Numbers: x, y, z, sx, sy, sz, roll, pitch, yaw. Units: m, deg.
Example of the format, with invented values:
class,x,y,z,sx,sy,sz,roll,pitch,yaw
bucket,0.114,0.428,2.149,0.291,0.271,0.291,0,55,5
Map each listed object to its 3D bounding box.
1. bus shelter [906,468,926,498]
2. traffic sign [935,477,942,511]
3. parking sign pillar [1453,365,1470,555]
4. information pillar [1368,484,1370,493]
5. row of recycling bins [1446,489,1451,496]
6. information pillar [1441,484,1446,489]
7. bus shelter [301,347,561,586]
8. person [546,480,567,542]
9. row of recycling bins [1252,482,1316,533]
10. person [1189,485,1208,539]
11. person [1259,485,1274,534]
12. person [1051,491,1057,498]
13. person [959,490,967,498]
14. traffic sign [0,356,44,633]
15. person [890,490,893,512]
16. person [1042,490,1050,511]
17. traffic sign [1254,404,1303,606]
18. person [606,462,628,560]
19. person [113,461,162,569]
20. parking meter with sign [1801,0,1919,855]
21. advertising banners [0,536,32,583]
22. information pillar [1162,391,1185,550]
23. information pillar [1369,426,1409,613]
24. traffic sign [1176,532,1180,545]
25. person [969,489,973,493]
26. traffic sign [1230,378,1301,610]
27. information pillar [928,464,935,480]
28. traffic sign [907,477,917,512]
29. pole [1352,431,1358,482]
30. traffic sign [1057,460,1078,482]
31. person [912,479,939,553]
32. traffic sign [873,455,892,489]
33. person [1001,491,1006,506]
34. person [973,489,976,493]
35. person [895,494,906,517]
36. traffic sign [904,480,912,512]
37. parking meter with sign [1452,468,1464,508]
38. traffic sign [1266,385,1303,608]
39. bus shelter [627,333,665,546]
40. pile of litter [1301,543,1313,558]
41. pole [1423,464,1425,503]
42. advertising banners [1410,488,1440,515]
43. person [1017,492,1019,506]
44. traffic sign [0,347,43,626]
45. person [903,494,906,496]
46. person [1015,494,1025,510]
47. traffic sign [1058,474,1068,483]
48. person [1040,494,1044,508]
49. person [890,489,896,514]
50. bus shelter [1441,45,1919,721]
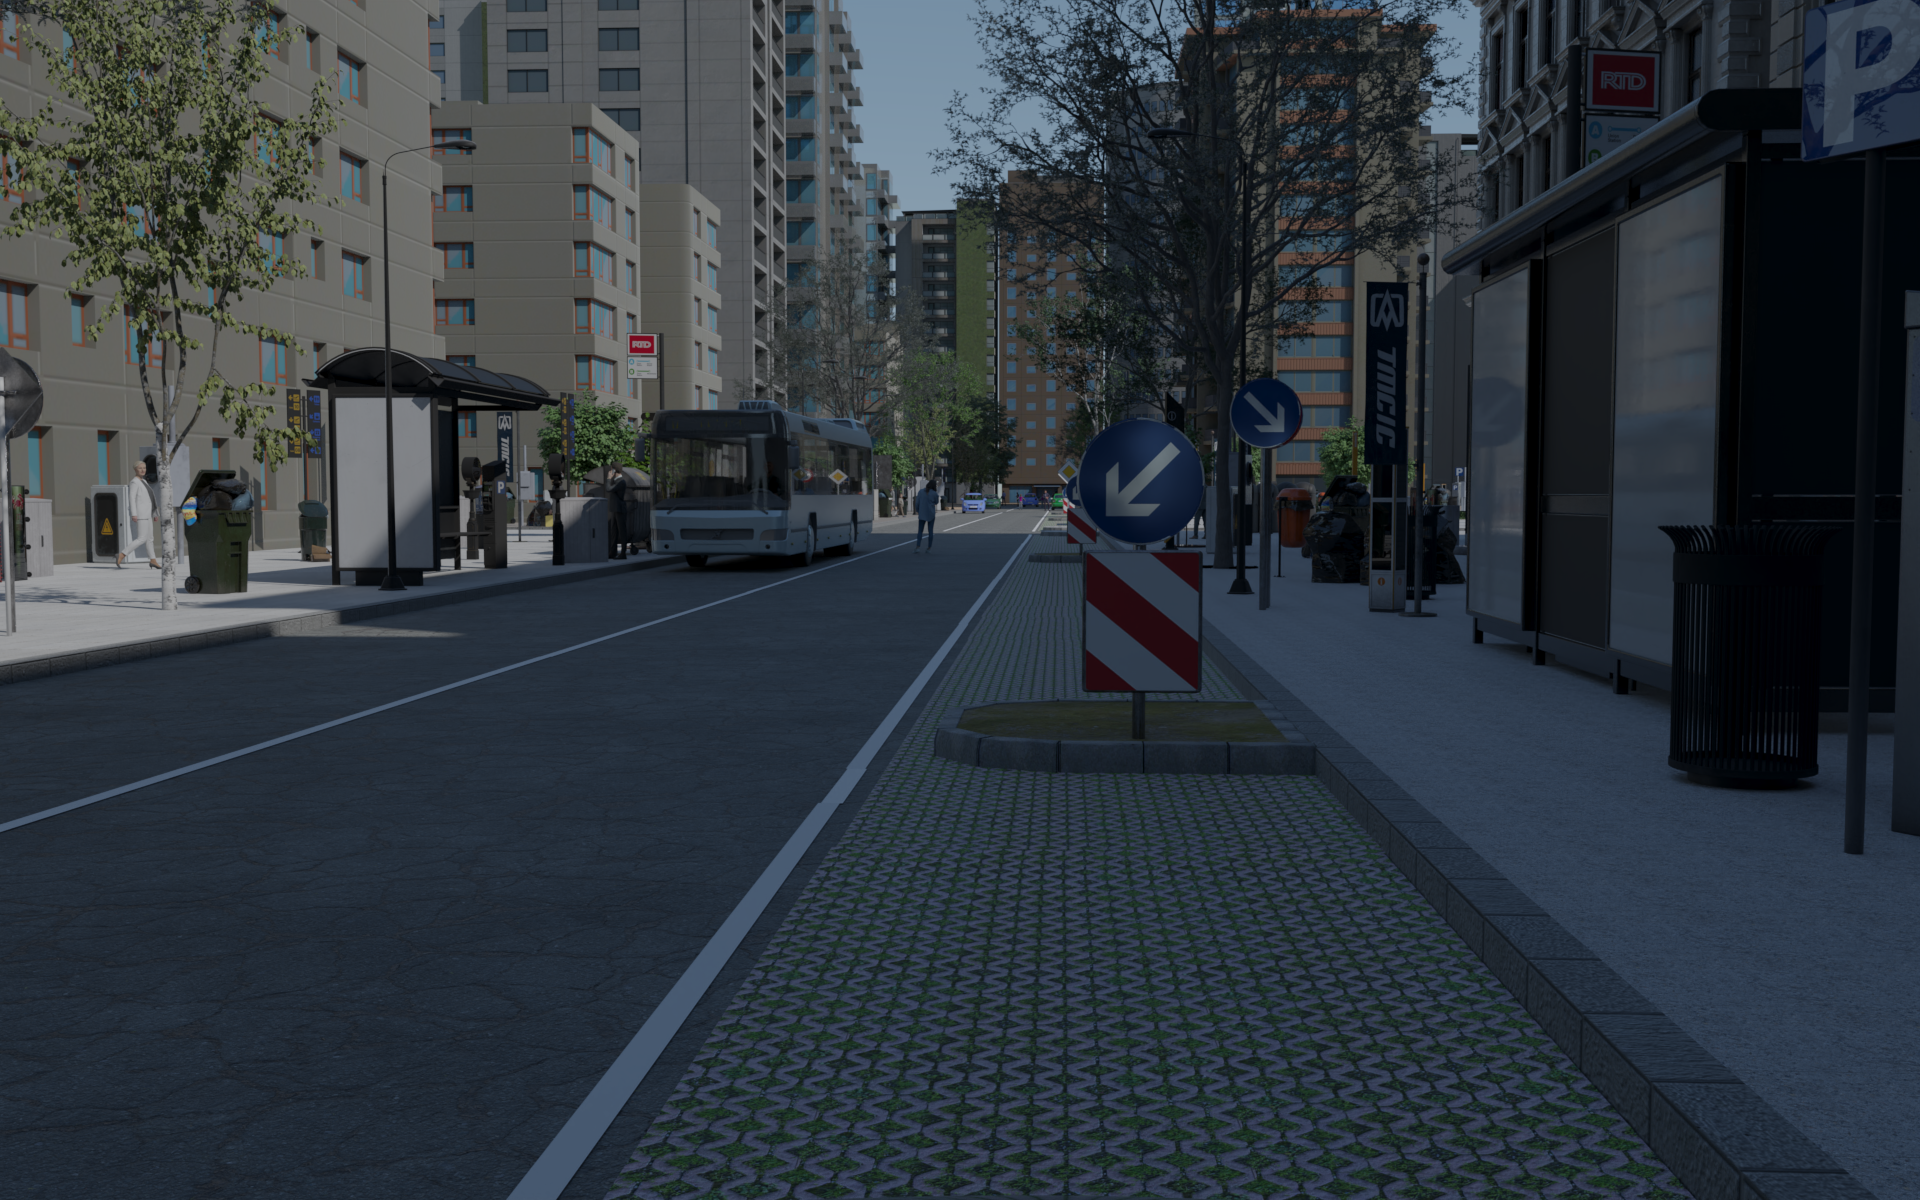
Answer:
class,x,y,z,sx,sy,sz,roll,pitch,yaw
bus shelter,-3.232,-8.696,136.096,2.014,3.302,5.546,0,4,3
traffic sign,-1.714,-7.801,127.656,0.768,2.556,0.104,1,4,10
parking sign pillar,11.109,-2.948,36.667,1.447,3.967,1.447,2,4,32
information pillar,18.306,-5.250,77.197,0.183,3.616,0.504,0,4,1
row of recycling bins,37.055,-7.775,134.226,1.069,1.692,3.534,0,4,-5
information pillar,35.998,-7.614,128.983,0.304,2.012,0.304,0,4,1
bus shelter,-7.895,-1.999,26.601,2.014,3.302,5.546,0,4,3
person,-10.427,-2.451,46.339,1.509,1.804,0.699,-3,5,-39
row of recycling bins,10.545,-3.106,57.891,3.534,1.692,1.069,-2,4,-34
person,6.845,-2.649,49.522,0.661,1.801,0.590,-3,5,-42
person,9.822,-3.066,55.539,0.474,1.900,0.648,1,4,14
person,11.823,-12.510,213.000,1.348,1.831,0.705,1,4,16
person,0.513,-10.475,178.015,1.217,1.736,0.721,1,4,23
traffic sign,-8.797,-0.971,15.983,0.768,2.556,0.104,1,4,12
person,-5.109,-7.254,125.003,0.532,1.782,0.716,-3,4,-36
person,7.200,-8.247,143.790,0.683,1.767,0.568,0,4,-8
traffic sign,3.506,-1.200,19.721,0.768,2.556,0.104,1,4,10
person,-6.758,-1.744,33.914,0.474,1.900,0.648,-2,4,-23
person,-13.916,-1.431,29.317,0.818,1.842,0.514,-2,4,-26
parking meter with sign,3.941,-0.623,6.452,1.738,3.016,0.543,-2,4,-25
advertising banners,-13.900,-1.751,24.812,0.090,3.025,2.074,0,4,-2
information pillar,4.881,-2.946,39.530,0.504,3.616,0.183,-1,4,-20
information pillar,4.657,-0.876,18.819,0.304,2.012,0.304,3,5,41
traffic sign,5.408,-2.616,42.879,0.768,2.556,0.104,0,4,8
person,1.213,-11.543,194.707,1.348,1.831,0.705,-3,4,-37
traffic sign,3.351,-1.162,19.097,0.768,2.556,0.104,0,4,5
information pillar,-2.030,-8.169,124.912,0.504,3.616,0.183,-1,4,-13
traffic sign,-3.490,-7.646,125.125,0.768,2.556,0.104,1,4,11
pole,12.811,-3.816,56.233,0.158,3.312,0.155,0,3,0
traffic sign,3.765,-3.509,59.563,0.795,2.593,0.064,0,4,3
person,-0.827,-2.031,41.978,0.793,1.790,0.793,-2,4,-33
traffic sign,-4.664,-5.895,90.261,2.265,3.308,0.079,1,4,10
person,5.320,-12.495,212.657,0.709,1.838,0.599,-2,4,-23
person,1.565,-11.407,192.631,0.705,1.814,1.350,0,4,0
person,-3.264,-5.209,95.481,0.640,1.303,0.475,0,4,3
traffic sign,-3.755,-7.501,124.772,0.606,2.300,0.079,1,4,10
parking meter with sign,32.591,-7.187,113.774,0.543,3.016,1.738,2,4,30
traffic sign,3.445,-1.182,19.436,0.768,2.556,0.104,1,4,10
bus shelter,-7.059,-4.171,45.836,2.179,5.291,8.768,0,4,3
pile of litter,7.568,-1.284,34.954,1.719,0.858,1.176,-3,4,-36
pole,30.887,-7.444,115.553,0.158,3.312,0.155,0,3,0
advertising banners,12.440,-3.119,47.190,0.090,3.025,2.074,-1,4,-20
person,6.720,-11.799,202.887,0.415,1.643,0.593,-1,4,-12
traffic sign,-8.589,-0.969,15.578,0.795,2.593,0.064,1,4,10
person,-4.279,-8.550,145.917,1.350,1.814,0.705,1,4,23
person,5.455,-8.841,156.275,0.991,1.433,0.599,-1,4,-12
traffic sign,4.231,-3.997,67.535,0.795,2.593,0.064,0,4,3
person,8.660,-10.480,183.067,0.991,1.433,0.599,-3,5,-45
person,-4.314,-6.370,110.370,0.728,1.800,0.709,-2,4,-32
bus shelter,5.125,-2.179,13.261,2.179,5.291,8.768,0,4,3
